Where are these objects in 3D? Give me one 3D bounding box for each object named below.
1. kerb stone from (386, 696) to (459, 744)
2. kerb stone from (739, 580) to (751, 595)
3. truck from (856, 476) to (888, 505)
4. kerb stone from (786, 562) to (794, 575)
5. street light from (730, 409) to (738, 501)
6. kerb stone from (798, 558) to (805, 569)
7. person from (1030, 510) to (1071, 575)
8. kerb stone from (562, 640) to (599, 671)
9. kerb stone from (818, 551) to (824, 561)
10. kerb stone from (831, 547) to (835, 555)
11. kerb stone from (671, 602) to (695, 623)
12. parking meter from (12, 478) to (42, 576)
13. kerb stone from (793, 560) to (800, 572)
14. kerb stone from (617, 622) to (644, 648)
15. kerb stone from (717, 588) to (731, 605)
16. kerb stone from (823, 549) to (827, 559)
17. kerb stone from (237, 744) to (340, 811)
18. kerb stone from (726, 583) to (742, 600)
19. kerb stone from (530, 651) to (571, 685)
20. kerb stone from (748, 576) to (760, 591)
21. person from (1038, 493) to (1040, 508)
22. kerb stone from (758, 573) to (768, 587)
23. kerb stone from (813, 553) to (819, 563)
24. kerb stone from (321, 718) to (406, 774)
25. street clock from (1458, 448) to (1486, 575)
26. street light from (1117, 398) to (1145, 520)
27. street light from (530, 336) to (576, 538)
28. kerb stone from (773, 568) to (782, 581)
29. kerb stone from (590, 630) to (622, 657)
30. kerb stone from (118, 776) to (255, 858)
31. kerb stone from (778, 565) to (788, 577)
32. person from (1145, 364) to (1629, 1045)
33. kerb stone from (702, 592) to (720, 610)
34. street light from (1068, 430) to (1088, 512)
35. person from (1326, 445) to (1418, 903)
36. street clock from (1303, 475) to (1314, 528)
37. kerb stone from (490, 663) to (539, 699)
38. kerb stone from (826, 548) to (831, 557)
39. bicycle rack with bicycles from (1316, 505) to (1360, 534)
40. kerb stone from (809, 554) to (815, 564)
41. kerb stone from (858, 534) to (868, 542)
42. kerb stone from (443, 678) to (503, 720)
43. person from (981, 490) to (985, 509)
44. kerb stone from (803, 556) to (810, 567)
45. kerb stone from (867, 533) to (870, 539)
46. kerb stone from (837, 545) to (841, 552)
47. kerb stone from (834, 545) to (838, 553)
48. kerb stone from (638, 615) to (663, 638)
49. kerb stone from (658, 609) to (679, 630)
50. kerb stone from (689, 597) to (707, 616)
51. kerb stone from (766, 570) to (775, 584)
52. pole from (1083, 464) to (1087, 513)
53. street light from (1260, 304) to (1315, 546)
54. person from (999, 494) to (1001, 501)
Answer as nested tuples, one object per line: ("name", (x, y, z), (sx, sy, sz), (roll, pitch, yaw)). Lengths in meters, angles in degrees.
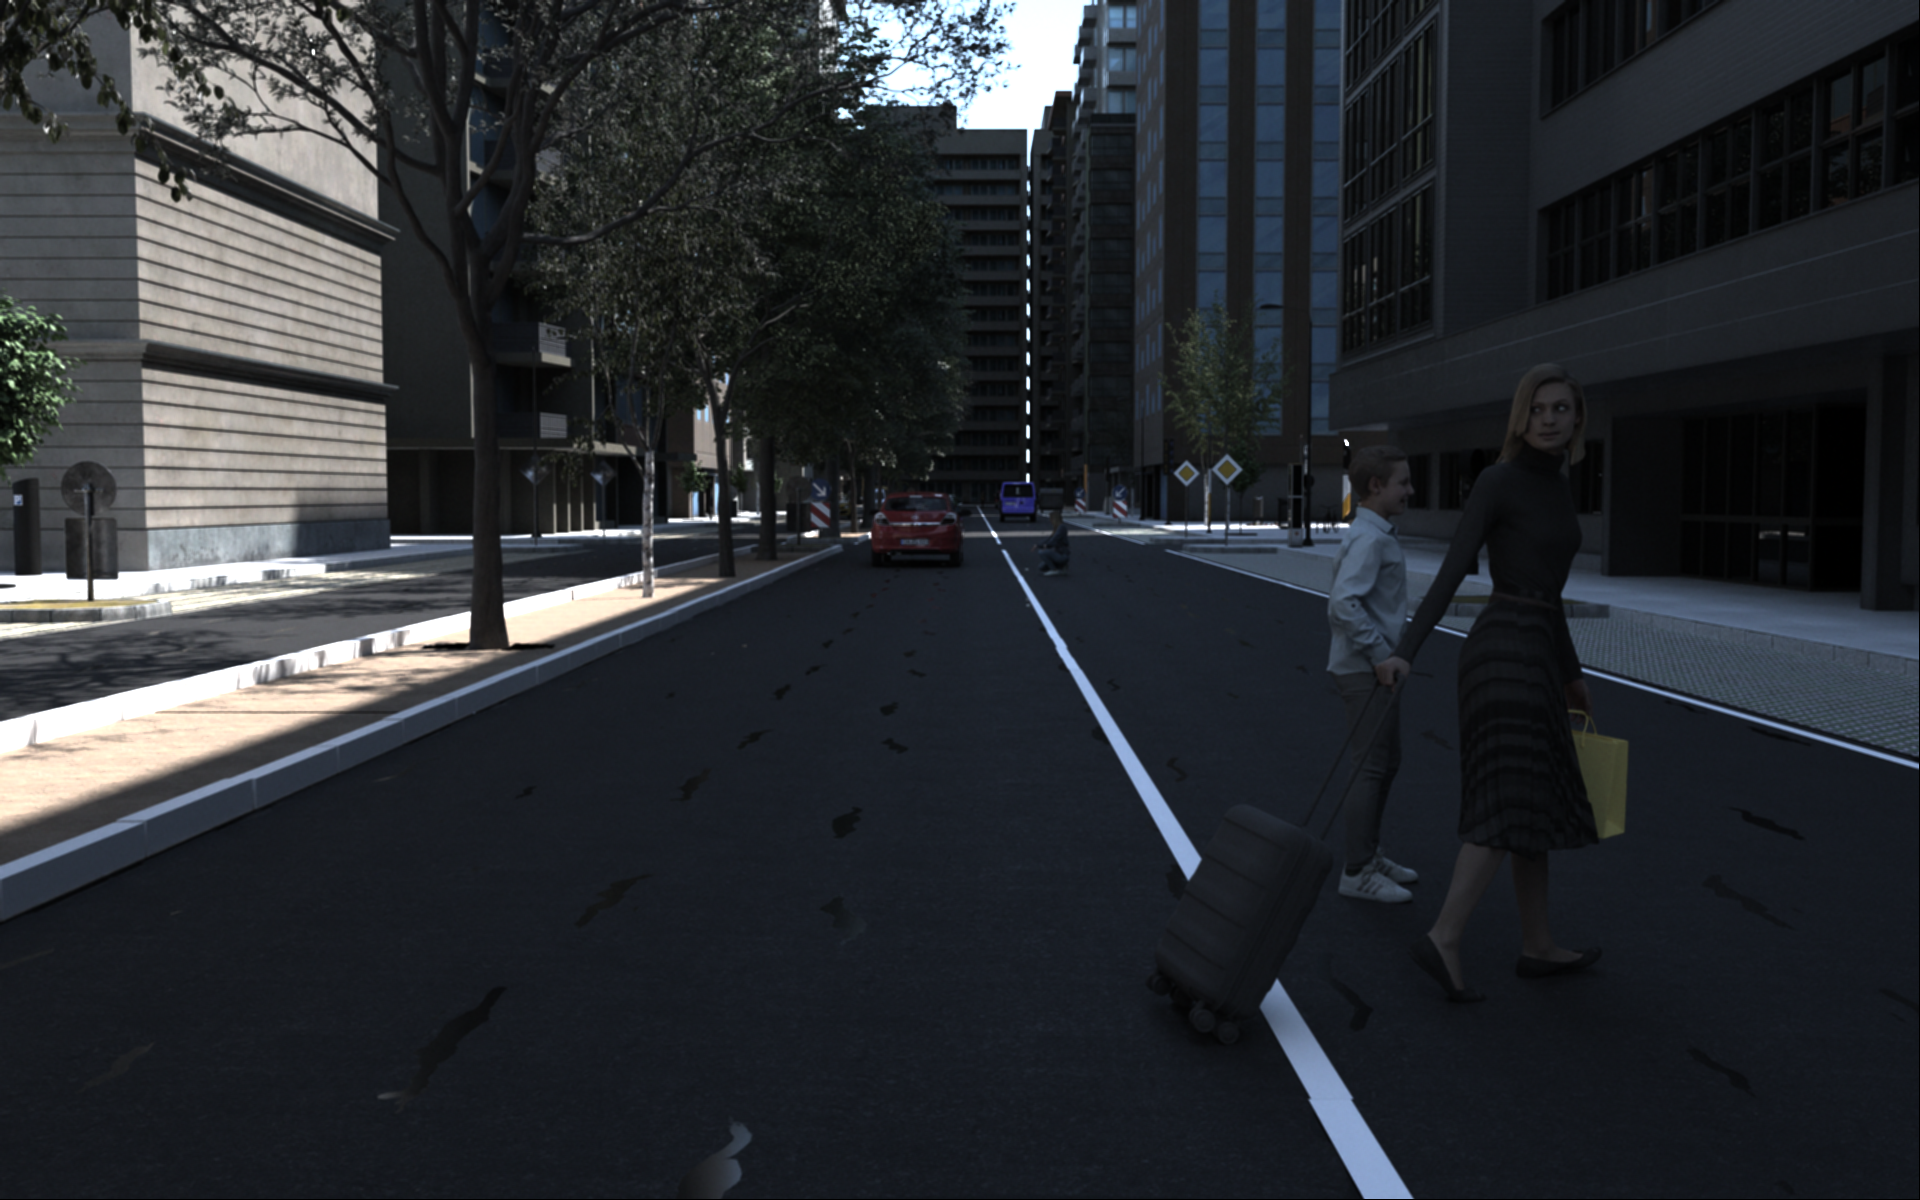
("kerb stone", (-3.233, 0.722, 10.391), (0.120, 0.150, 1.000), (0, 4, 0))
("kerb stone", (-3.146, -0.154, 24.726), (0.120, 0.150, 1.000), (0, 4, 0))
("truck", (-6.725, -9.050, 143.889), (3.469, 3.379, 9.791), (0, 4, 0))
("kerb stone", (-3.112, -0.531, 30.879), (0.120, 0.150, 1.000), (0, 4, 0))
("street light", (-11.730, -7.342, 92.582), (1.470, 5.913, 1.316), (0, 4, 0))
("kerb stone", (-3.105, -0.654, 32.935), (0.120, 0.150, 1.000), (0, 4, 0))
("person", (1.594, -1.015, 30.600), (0.738, 1.151, 1.012), (0, 4, 4))
("kerb stone", (-3.210, 0.474, 14.481), (0.120, 0.150, 1.000), (0, 4, 0))
("kerb stone", (-3.073, -0.908, 37.041), (0.120, 0.150, 1.000), (0, 4, 0))
("kerb stone", (-3.060, -1.096, 40.120), (0.120, 0.150, 1.000), (0, 4, 0))
("kerb stone", (-3.173, 0.159, 19.599), (0.120, 0.150, 1.000), (0, 4, 0))
("parking meter", (-14.726, -1.158, 27.338), (0.372, 1.533, 0.369), (0, 3, 0))
("kerb stone", (-3.105, -0.594, 31.907), (0.120, 0.150, 1.000), (0, 4, 0))
("kerb stone", (-3.194, 0.348, 16.529), (0.120, 0.150, 1.000), (0, 4, 0))
("kerb stone", (-3.157, -0.023, 22.667), (0.120, 0.150, 1.000), (0, 4, 0))
("kerb stone", (-3.071, -0.967, 38.069), (0.120, 0.150, 1.000), (0, 4, 0))
("kerb stone", (-3.241, 0.852, 8.334), (0.120, 0.150, 1.000), (0, 4, 0))
("kerb stone", (-3.150, -0.092, 23.694), (0.120, 0.150, 1.000), (0, 4, 0))
("kerb stone", (-3.215, 0.537, 13.459), (0.120, 0.150, 1.000), (0, 4, 0))
("kerb stone", (-3.135, -0.216, 25.756), (0.120, 0.150, 1.000), (0, 4, 0))
("person", (7.531, -9.378, 161.823), (0.705, 1.826, 1.348), (-2, 4, -35))
("kerb stone", (-3.130, -0.277, 26.780), (0.120, 0.150, 1.000), (0, 4, 0))
("kerb stone", (-3.080, -0.845, 36.016), (0.120, 0.150, 1.000), (0, 4, 0))
("kerb stone", (-3.233, 0.789, 9.356), (0.120, 0.150, 1.000), (0, 4, 0))
("street clock", (8.133, -1.405, 27.547), (0.471, 2.002, 0.358), (-3, 5, -42))
("street light", (8.337, -6.834, 84.273), (1.470, 5.913, 1.316), (0, 4, 0))
("street light", (-11.939, -4.790, 50.860), (1.470, 5.913, 1.316), (0, 4, 0))
("kerb stone", (-3.117, -0.399, 28.825), (0.120, 0.150, 1.000), (0, 4, 0))
("kerb stone", (-3.207, 0.410, 15.503), (0.120, 0.150, 1.000), (0, 4, 0))
("kerb stone", (-3.255, 0.910, 7.311), (0.120, 0.150, 1.000), (0, 4, 0))
("kerb stone", (-3.116, -0.469, 29.857), (0.120, 0.150, 1.000), (0, 4, 0))
("person", (1.268, 0.232, 4.920), (1.509, 1.804, 0.699), (-1, 4, -12))
("kerb stone", (-3.166, 0.034, 21.645), (0.120, 0.150, 1.000), (0, 4, 0))
("street light", (8.552, -9.365, 125.664), (1.470, 5.913, 1.316), (0, 4, 0))
("person", (1.474, 0.253, 6.171), (0.330, 1.601, 0.589), (2, 4, 27))
("street clock", (13.105, -3.715, 65.306), (0.358, 2.002, 0.471), (-2, 4, -33))
("kerb stone", (-3.227, 0.597, 12.435), (0.120, 0.150, 1.000), (0, 4, 0))
("kerb stone", (-3.066, -1.030, 39.090), (0.120, 0.150, 1.000), (0, 4, 0))
("bicycle rack with bicycles", (12.871, -2.652, 56.745), (2.852, 0.926, 2.925), (1, 4, 20))
("kerb stone", (-3.089, -0.781, 34.984), (0.120, 0.150, 1.000), (0, 4, 0))
("kerb stone", (-2.976, -1.881, 52.953), (0.120, 0.150, 1.000), (0, 4, 0))
("kerb stone", (-3.226, 0.659, 11.413), (0.120, 0.150, 1.000), (0, 4, 0))
("person", (2.270, -9.814, 169.055), (0.705, 1.812, 1.348), (0, 4, -3))
("kerb stone", (-3.093, -0.720, 33.962), (0.120, 0.150, 1.000), (0, 4, 0))
("kerb stone", (-2.973, -1.941, 53.981), (0.120, 0.150, 1.000), (0, 4, 0))
("kerb stone", (-3.045, -1.213, 42.168), (0.120, 0.150, 1.000), (0, 4, 0))
("kerb stone", (-3.049, -1.154, 41.142), (0.120, 0.150, 1.000), (0, 4, 0))
("kerb stone", (-3.190, 0.288, 17.555), (0.120, 0.150, 1.000), (0, 4, 0))
("kerb stone", (-3.182, 0.231, 18.578), (0.120, 0.150, 1.000), (0, 4, 0))
("kerb stone", (-3.175, 0.096, 20.623), (0.120, 0.150, 1.000), (0, 4, 0))
("kerb stone", (-3.124, -0.343, 27.803), (0.120, 0.150, 1.000), (0, 4, 0))
("pole", (8.569, -7.628, 118.560), (0.158, 3.312, 0.155), (0, 3, 0))
("street light", (8.011, -4.273, 42.401), (1.470, 5.913, 1.316), (0, 4, 0))
("person", (2.801, -6.285, 112.104), (0.563, 1.720, 0.643), (-1, 4, -18))
